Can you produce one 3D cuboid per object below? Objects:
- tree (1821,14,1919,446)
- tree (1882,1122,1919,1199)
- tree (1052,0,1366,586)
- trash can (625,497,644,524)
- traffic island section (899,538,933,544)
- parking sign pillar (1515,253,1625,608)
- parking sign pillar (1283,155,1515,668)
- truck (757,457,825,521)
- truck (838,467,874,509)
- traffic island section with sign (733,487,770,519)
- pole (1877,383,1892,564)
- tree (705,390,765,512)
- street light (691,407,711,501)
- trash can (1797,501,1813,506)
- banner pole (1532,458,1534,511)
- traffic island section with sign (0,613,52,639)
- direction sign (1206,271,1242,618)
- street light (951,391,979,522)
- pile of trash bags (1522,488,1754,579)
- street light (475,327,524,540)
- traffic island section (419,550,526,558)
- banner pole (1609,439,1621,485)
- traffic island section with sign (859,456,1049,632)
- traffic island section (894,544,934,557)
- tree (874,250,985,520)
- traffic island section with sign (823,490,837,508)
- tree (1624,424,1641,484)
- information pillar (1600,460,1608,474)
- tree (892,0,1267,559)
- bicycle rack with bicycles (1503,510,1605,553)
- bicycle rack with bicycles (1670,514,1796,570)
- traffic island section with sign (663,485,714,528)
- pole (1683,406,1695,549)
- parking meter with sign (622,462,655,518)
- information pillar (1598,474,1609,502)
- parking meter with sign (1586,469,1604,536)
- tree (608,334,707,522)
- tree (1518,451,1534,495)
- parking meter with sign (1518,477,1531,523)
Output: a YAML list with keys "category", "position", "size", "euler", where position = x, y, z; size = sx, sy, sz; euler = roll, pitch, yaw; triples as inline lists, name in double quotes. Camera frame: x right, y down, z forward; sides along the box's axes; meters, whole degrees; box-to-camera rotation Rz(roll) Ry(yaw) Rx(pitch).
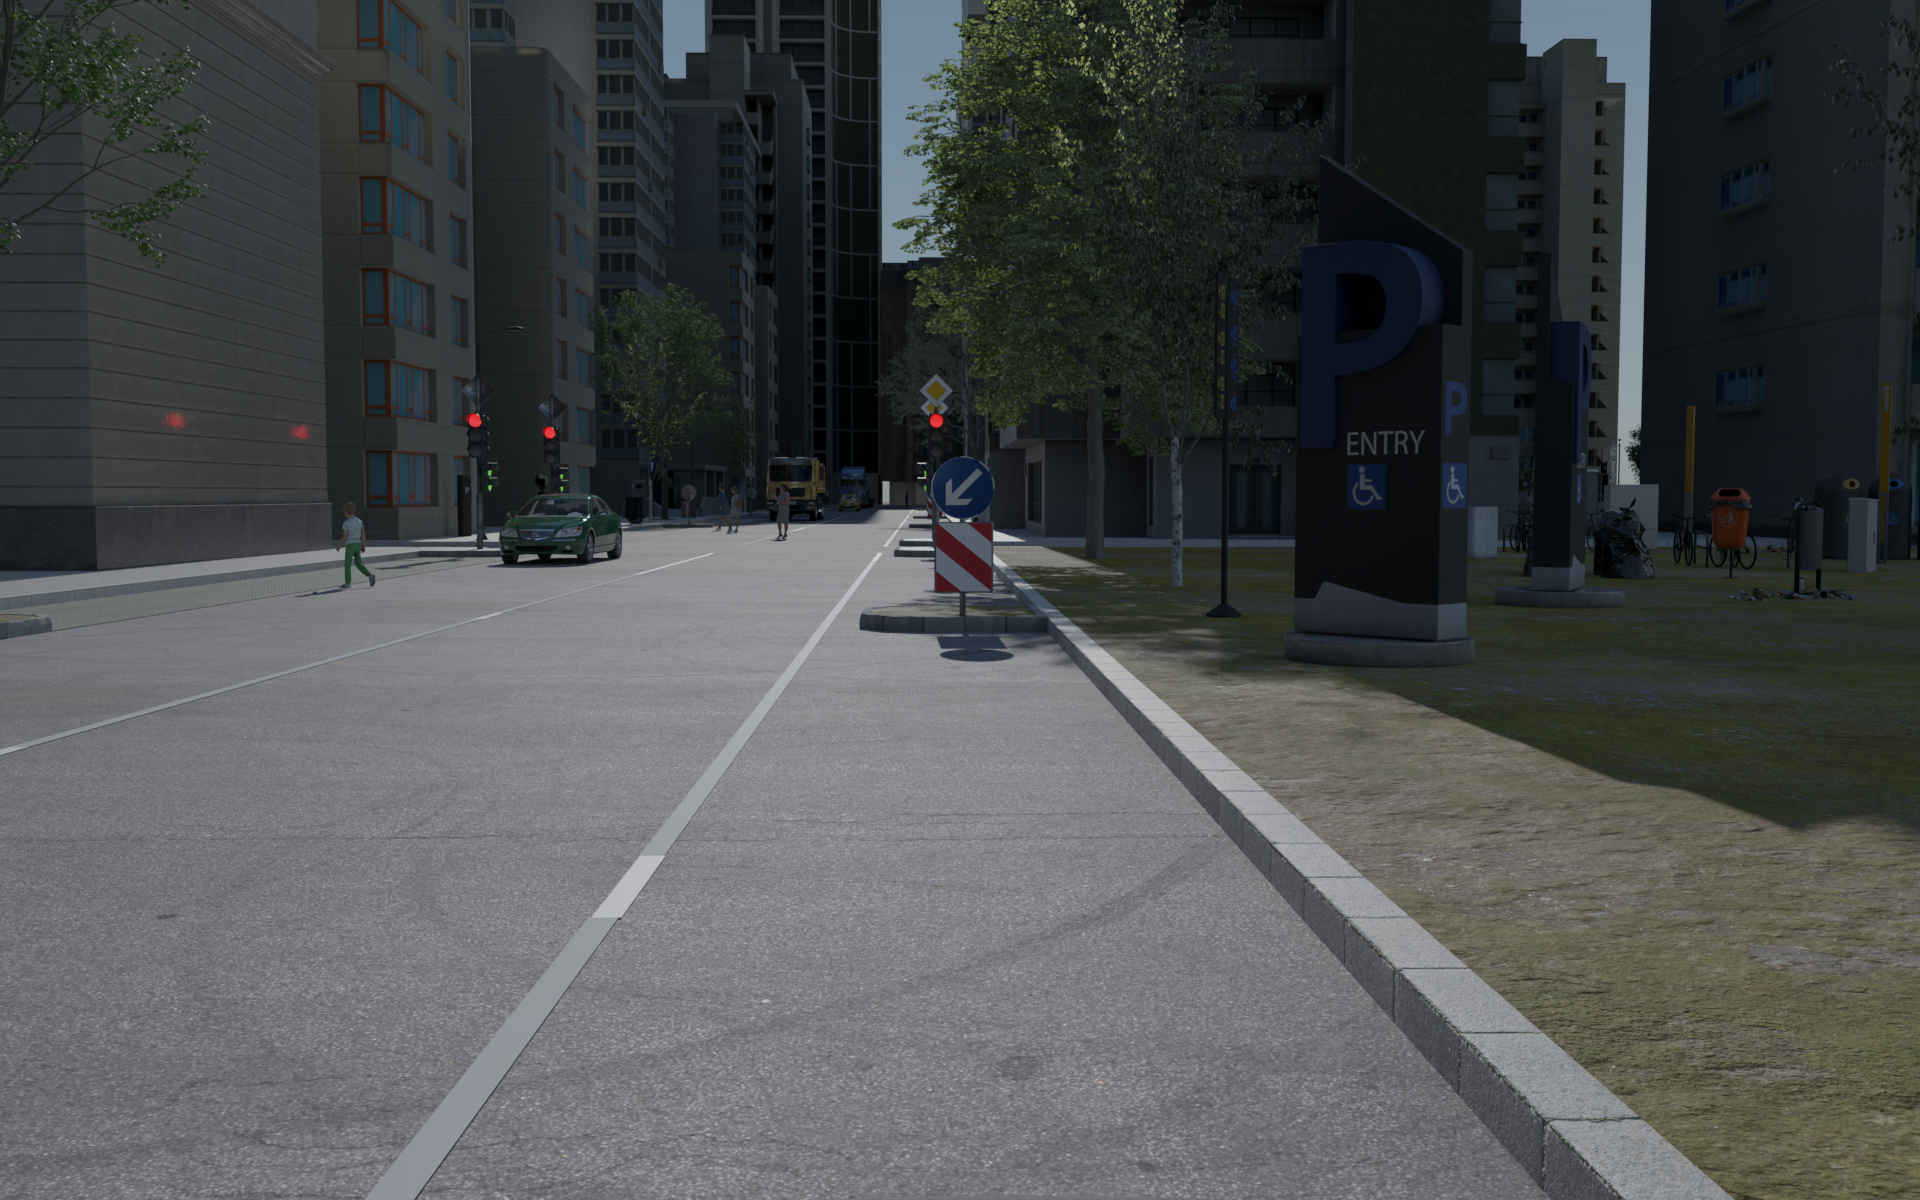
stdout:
- category: "tree"
  position: [10.026, -3.964, 15.175]
  size: [4.360, 8.622, 3.978]
  euler: [0, 3, 0]
- category: "tree"
  position: [2.331, -4.705, 2.690]
  size: [9.928, 11.665, 9.643]
  euler: [0, 3, 0]
- category: "tree"
  position: [3.085, -4.483, 23.664]
  size: [4.360, 8.622, 3.978]
  euler: [0, 3, 0]
- category: "trash can"
  position: [-14.023, -3.865, 74.848]
  size: [0.748, 1.137, 0.748]
  euler: [0, 3, 0]
- category: "traffic island section"
  position: [-0.694, -1.612, 48.632]
  size: [2.009, 0.180, 2.903]
  euler: [0, 4, -1]
- category: "parking sign pillar"
  position: [6.957, -1.929, 20.015]
  size: [1.447, 3.967, 1.447]
  euler: [2, 4, 27]
- category: "parking sign pillar"
  position: [3.255, -1.523, 13.380]
  size: [1.447, 3.967, 1.447]
  euler: [-3, 5, -44]
- category: "truck"
  position: [-8.874, -5.990, 93.856]
  size: [3.469, 3.379, 9.791]
  euler: [0, 4, -1]
- category: "truck"
  position: [-10.467, -11.481, 177.474]
  size: [2.967, 4.110, 18.799]
  euler: [0, 3, 0]
- category: "traffic island section with sign"
  position: [-12.124, -5.646, 100.939]
  size: [1.989, 1.847, 2.006]
  euler: [0, 4, -1]
- category: "pole"
  position: [17.010, -2.326, 31.865]
  size: [0.158, 3.312, 0.155]
  euler: [0, 3, 0]
- category: "tree"
  position: [-15.368, -10.387, 120.194]
  size: [4.737, 8.622, 4.395]
  euler: [0, 3, 0]
- category: "street light"
  position: [-13.737, -7.321, 92.240]
  size: [1.470, 5.913, 1.316]
  euler: [0, 4, -1]
- category: "trash can"
  position: [17.888, -1.500, 36.183]
  size: [0.748, 1.137, 0.748]
  euler: [0, 3, 0]
- category: "banner pole"
  position: [40.212, -8.024, 121.202]
  size: [0.401, 3.779, 0.863]
  euler: [3, 5, 44]
- category: "traffic island section with sign"
  position: [-10.433, -0.543, 17.503]
  size: [1.989, 1.847, 2.006]
  euler: [0, 4, -1]
- category: "direction sign"
  position: [2.770, -1.595, 18.069]
  size: [0.379, 3.537, 0.876]
  euler: [1, 4, 22]
- category: "street light"
  position: [0.186, -6.478, 78.456]
  size: [1.470, 5.913, 1.316]
  euler: [0, 4, -1]
- category: "pile of trash bags"
  position: [10.421, -1.047, 26.878]
  size: [3.447, 1.369, 1.912]
  euler: [2, 4, 31]
- category: "street light"
  position: [-12.795, -4.624, 48.149]
  size: [1.470, 5.913, 1.316]
  euler: [0, 4, -1]
- category: "traffic island section"
  position: [-11.222, -1.111, 40.438]
  size: [2.009, 0.180, 2.903]
  euler: [0, 4, -1]
- category: "banner pole"
  position: [29.558, -5.389, 78.128]
  size: [0.863, 3.779, 0.401]
  euler: [-2, 4, -29]
- category: "traffic island section with sign"
  position: [-0.089, -0.629, 18.907]
  size: [1.989, 1.847, 2.006]
  euler: [0, 4, -1]
- category: "traffic island section"
  position: [-0.532, -1.123, 40.649]
  size: [2.009, 0.180, 2.903]
  euler: [0, 4, -1]
- category: "tree"
  position: [0.893, -10.682, 85.017]
  size: [12.009, 13.543, 11.850]
  euler: [0, 3, 0]
- category: "traffic island section with sign"
  position: [-13.684, -10.358, 177.986]
  size: [1.989, 1.847, 2.006]
  euler: [0, 4, -1]
- category: "tree"
  position: [28.498, -5.274, 69.950]
  size: [4.285, 4.588, 4.351]
  euler: [0, 3, 0]
- category: "information pillar"
  position: [44.265, -7.809, 119.025]
  size: [0.504, 3.616, 0.183]
  euler: [2, 4, 31]
- category: "tree"
  position: [2.289, -7.102, 34.245]
  size: [7.486, 12.596, 7.792]
  euler: [0, 3, 0]
- category: "bicycle rack with bicycles"
  position: [13.068, -1.522, 38.267]
  size: [2.925, 0.926, 2.852]
  euler: [-3, 5, -44]
- category: "bicycle rack with bicycles"
  position: [13.842, -1.041, 30.403]
  size: [2.852, 0.926, 2.925]
  euler: [1, 4, 18]
- category: "traffic island section with sign"
  position: [-11.577, -3.998, 73.989]
  size: [1.989, 1.847, 2.006]
  euler: [0, 4, -1]
- category: "pole"
  position: [16.910, -2.833, 40.158]
  size: [0.158, 3.312, 0.155]
  euler: [0, 3, 0]
- category: "parking meter with sign"
  position: [-17.161, -5.881, 92.416]
  size: [1.738, 3.016, 0.543]
  euler: [-2, 4, -30]
- category: "information pillar"
  position: [23.125, -3.539, 62.359]
  size: [0.304, 2.012, 0.304]
  euler: [-1, 4, -10]
- category: "parking meter with sign"
  position: [19.170, -3.471, 53.012]
  size: [1.738, 3.016, 0.543]
  euler: [0, 4, 3]
- category: "tree"
  position: [-14.079, -7.922, 79.889]
  size: [4.360, 8.622, 3.978]
  euler: [0, 3, 0]
- category: "tree"
  position: [22.012, -4.540, 68.826]
  size: [1.663, 3.219, 1.824]
  euler: [0, 3, 0]
- category: "parking meter with sign"
  position: [25.092, -4.978, 77.646]
  size: [0.543, 3.016, 1.738]
  euler: [0, 4, -5]
